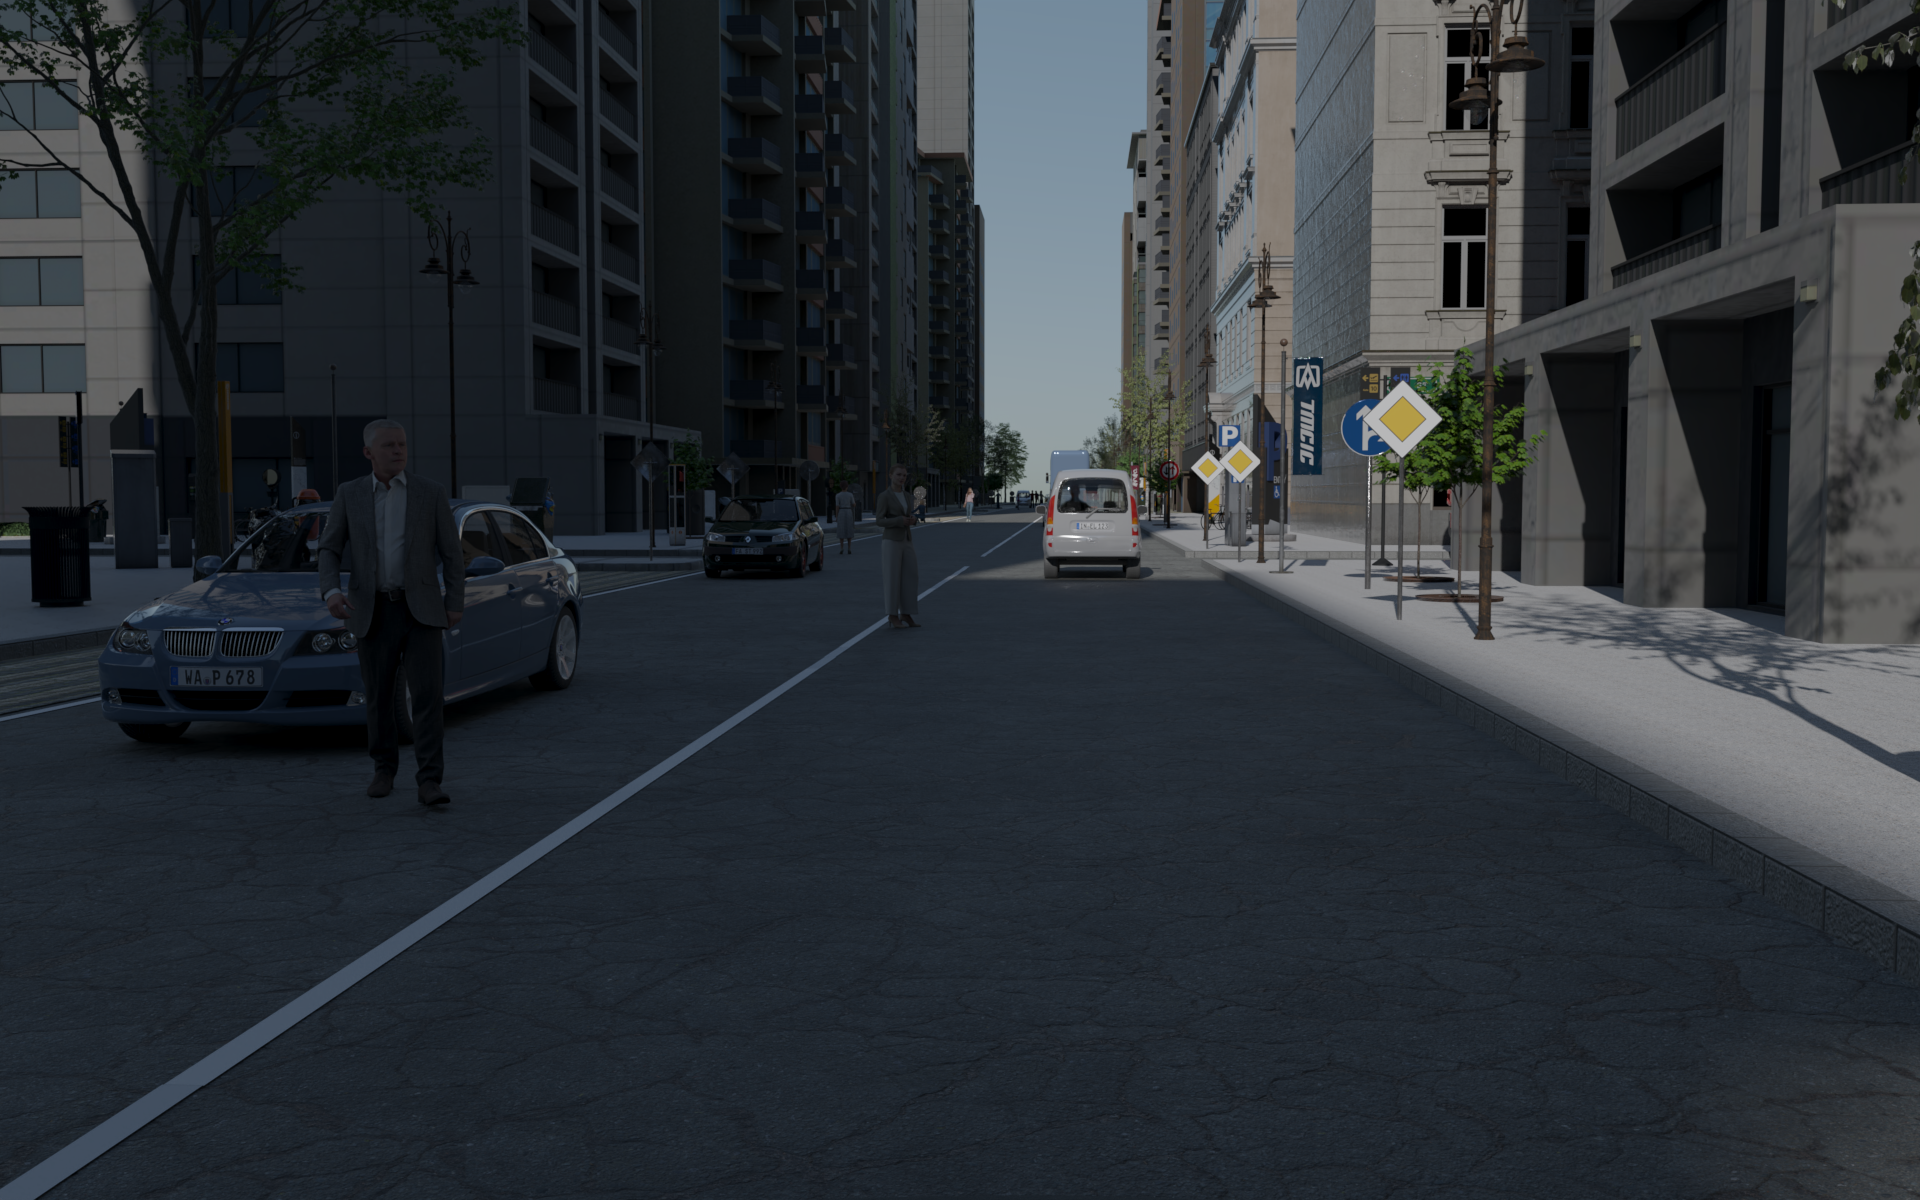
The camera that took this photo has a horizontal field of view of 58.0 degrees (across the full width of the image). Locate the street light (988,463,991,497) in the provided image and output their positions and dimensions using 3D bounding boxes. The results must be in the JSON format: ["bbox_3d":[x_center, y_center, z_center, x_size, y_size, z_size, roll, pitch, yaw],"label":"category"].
[{"bbox_3d":[3.320,-13.959,201.015,0.468,5.910,1.993,0,4,4],"label":"street light"}]

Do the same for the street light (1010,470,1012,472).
[{"bbox_3d":[7.869,-18.042,267.779,0.468,5.910,1.993,0,4,4],"label":"street light"}]

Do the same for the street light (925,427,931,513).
[{"bbox_3d":[-2.279,-8.891,118.161,0.468,5.910,1.993,0,4,4],"label":"street light"}]

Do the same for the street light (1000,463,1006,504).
[{"bbox_3d":[5.566,-16.006,234.479,0.468,5.910,1.993,0,4,4],"label":"street light"}]

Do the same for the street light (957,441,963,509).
[{"bbox_3d":[0.034,-10.939,151.640,0.468,5.910,1.993,0,4,4],"label":"street light"}]

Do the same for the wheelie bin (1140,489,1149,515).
[{"bbox_3d":[11.107,-5.907,104.485,0.693,1.594,0.980,0,4,3],"label":"wheelie bin"}]

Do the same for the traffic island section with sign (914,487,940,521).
[{"bbox_3d":[-2.069,-5.038,90.991,1.989,1.847,2.006,0,4,4],"label":"traffic island section with sign"}]

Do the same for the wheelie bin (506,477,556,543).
[{"bbox_3d":[-7.863,-1.463,31.824,0.980,1.594,0.693,0,4,7],"label":"wheelie bin"}]

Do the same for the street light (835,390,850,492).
[{"bbox_3d":[-5.123,-6.273,75.352,0.468,5.910,1.993,0,4,4],"label":"street light"}]

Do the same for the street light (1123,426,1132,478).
[{"bbox_3d":[11.282,-8.696,114.969,0.468,5.910,1.993,0,4,4],"label":"street light"}]

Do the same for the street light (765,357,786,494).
[{"bbox_3d":[-6.244,-5.255,58.700,0.468,5.910,1.993,0,4,4],"label":"street light"}]

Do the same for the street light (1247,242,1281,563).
[{"bbox_3d":[5.597,-3.623,32.018,0.468,5.910,1.993,0,4,4],"label":"street light"}]

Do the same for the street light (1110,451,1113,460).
[{"bbox_3d":[14.077,-11.330,158.029,0.468,5.910,1.993,0,4,4],"label":"street light"}]

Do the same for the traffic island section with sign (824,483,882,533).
[{"bbox_3d":[-3.904,-3.371,63.740,1.989,1.847,2.006,0,4,4],"label":"traffic island section with sign"}]

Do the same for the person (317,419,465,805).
[{"bbox_3d":[-2.612,0.053,8.034,0.661,1.777,0.834,-2,4,-26],"label":"person"}]

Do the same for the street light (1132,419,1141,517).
[{"bbox_3d":[10.156,-7.666,98.124,0.468,5.910,1.993,0,4,4],"label":"street light"}]

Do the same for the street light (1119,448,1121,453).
[{"bbox_3d":[11.894,-9.262,124.224,0.468,5.910,1.993,0,4,4],"label":"street light"}]

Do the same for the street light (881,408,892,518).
[{"bbox_3d":[-3.938,-7.358,93.097,0.468,5.910,1.993,0,4,4],"label":"street light"}]

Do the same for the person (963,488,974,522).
[{"bbox_3d":[0.480,-4.955,90.111,0.593,1.750,0.643,1,4,16],"label":"person"}]

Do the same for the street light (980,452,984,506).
[{"bbox_3d":[2.350,-12.989,185.155,0.468,5.910,1.993,0,4,4],"label":"street light"}]

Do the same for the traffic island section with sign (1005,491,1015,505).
[{"bbox_3d":[6.758,-13.072,222.348,1.989,1.847,2.006,0,4,4],"label":"traffic island section with sign"}]

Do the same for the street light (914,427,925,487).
[{"bbox_3d":[-2.729,-8.409,110.273,0.468,5.910,1.993,0,4,4],"label":"street light"}]

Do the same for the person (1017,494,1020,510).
[{"bbox_3d":[5.378,-8.926,157.663,0.599,1.433,0.991,0,4,-5],"label":"person"}]

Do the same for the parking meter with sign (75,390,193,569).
[{"bbox_3d":[-14.204,-2.052,29.812,1.738,3.016,0.543,-2,4,-29],"label":"parking meter with sign"}]

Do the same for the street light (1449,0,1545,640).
[{"bbox_3d":[4.625,-2.588,15.100,0.468,5.910,1.993,0,4,4],"label":"street light"}]

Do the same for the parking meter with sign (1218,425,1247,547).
[{"bbox_3d":[6.807,-2.856,42.954,0.543,3.016,1.738,0,4,-1],"label":"parking meter with sign"}]

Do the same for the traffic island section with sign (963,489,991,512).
[{"bbox_3d":[1.272,-8.077,140.693,1.989,1.847,2.006,0,4,4],"label":"traffic island section with sign"}]

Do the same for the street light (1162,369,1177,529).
[{"bbox_3d":[7.757,-5.595,64.259,0.468,5.910,1.993,0,4,4],"label":"street light"}]

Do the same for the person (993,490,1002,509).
[{"bbox_3d":[3.618,-9.628,166.001,0.705,1.814,1.350,3,5,41],"label":"person"}]

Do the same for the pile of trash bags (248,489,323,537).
[{"bbox_3d":[-11.423,-1.258,30.326,1.912,1.369,3.447,-1,4,-21],"label":"pile of trash bags"}]

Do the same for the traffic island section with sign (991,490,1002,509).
[{"bbox_3d":[3.097,-9.745,167.958,1.989,1.847,2.006,0,4,4],"label":"traffic island section with sign"}]

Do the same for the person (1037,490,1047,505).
[{"bbox_3d":[6.811,-8.227,143.797,0.721,1.735,1.217,-3,5,-40],"label":"person"}]

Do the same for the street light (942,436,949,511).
[{"bbox_3d":[-1.110,-9.914,134.876,0.468,5.910,1.993,0,4,4],"label":"street light"}]

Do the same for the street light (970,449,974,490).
[{"bbox_3d":[1.237,-11.970,168.502,0.468,5.910,1.993,0,4,4],"label":"street light"}]

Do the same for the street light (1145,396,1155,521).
[{"bbox_3d":[8.945,-6.643,81.406,0.468,5.910,1.993,0,4,4],"label":"street light"}]

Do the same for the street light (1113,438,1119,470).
[{"bbox_3d":[12.905,-10.281,140.883,0.468,5.910,1.993,0,4,4],"label":"street light"}]

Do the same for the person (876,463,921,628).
[{"bbox_3d":[-0.642,-0.579,18.523,0.362,1.759,0.519,3,5,43],"label":"person"}]

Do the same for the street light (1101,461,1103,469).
[{"bbox_3d":[20.919,-17.423,257.658,0.468,5.910,1.993,0,4,4],"label":"street light"}]

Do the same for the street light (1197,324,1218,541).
[{"bbox_3d":[6.730,-4.555,47.265,0.468,5.910,1.993,0,4,4],"label":"street light"}]

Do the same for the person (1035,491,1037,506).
[{"bbox_3d":[9.284,-12.408,211.001,0.705,1.869,1.348,0,4,8],"label":"person"}]

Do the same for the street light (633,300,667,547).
[{"bbox_3d":[-7.393,-4.202,41.485,0.468,5.910,1.993,0,4,4],"label":"street light"}]

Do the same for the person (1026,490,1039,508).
[{"bbox_3d":[7.278,-10.137,174.205,1.348,1.831,0.705,0,4,3],"label":"person"}]

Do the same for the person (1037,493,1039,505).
[{"bbox_3d":[10.081,-13.281,226.090,0.683,1.767,0.568,2,4,26],"label":"person"}]

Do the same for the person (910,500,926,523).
[{"bbox_3d":[-2.053,-4.393,85.820,1.012,1.151,0.738,-2,4,-26],"label":"person"}]

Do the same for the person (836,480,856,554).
[{"bbox_3d":[-2.732,-1.972,41.313,0.480,1.755,0.524,-1,4,-10],"label":"person"}]
